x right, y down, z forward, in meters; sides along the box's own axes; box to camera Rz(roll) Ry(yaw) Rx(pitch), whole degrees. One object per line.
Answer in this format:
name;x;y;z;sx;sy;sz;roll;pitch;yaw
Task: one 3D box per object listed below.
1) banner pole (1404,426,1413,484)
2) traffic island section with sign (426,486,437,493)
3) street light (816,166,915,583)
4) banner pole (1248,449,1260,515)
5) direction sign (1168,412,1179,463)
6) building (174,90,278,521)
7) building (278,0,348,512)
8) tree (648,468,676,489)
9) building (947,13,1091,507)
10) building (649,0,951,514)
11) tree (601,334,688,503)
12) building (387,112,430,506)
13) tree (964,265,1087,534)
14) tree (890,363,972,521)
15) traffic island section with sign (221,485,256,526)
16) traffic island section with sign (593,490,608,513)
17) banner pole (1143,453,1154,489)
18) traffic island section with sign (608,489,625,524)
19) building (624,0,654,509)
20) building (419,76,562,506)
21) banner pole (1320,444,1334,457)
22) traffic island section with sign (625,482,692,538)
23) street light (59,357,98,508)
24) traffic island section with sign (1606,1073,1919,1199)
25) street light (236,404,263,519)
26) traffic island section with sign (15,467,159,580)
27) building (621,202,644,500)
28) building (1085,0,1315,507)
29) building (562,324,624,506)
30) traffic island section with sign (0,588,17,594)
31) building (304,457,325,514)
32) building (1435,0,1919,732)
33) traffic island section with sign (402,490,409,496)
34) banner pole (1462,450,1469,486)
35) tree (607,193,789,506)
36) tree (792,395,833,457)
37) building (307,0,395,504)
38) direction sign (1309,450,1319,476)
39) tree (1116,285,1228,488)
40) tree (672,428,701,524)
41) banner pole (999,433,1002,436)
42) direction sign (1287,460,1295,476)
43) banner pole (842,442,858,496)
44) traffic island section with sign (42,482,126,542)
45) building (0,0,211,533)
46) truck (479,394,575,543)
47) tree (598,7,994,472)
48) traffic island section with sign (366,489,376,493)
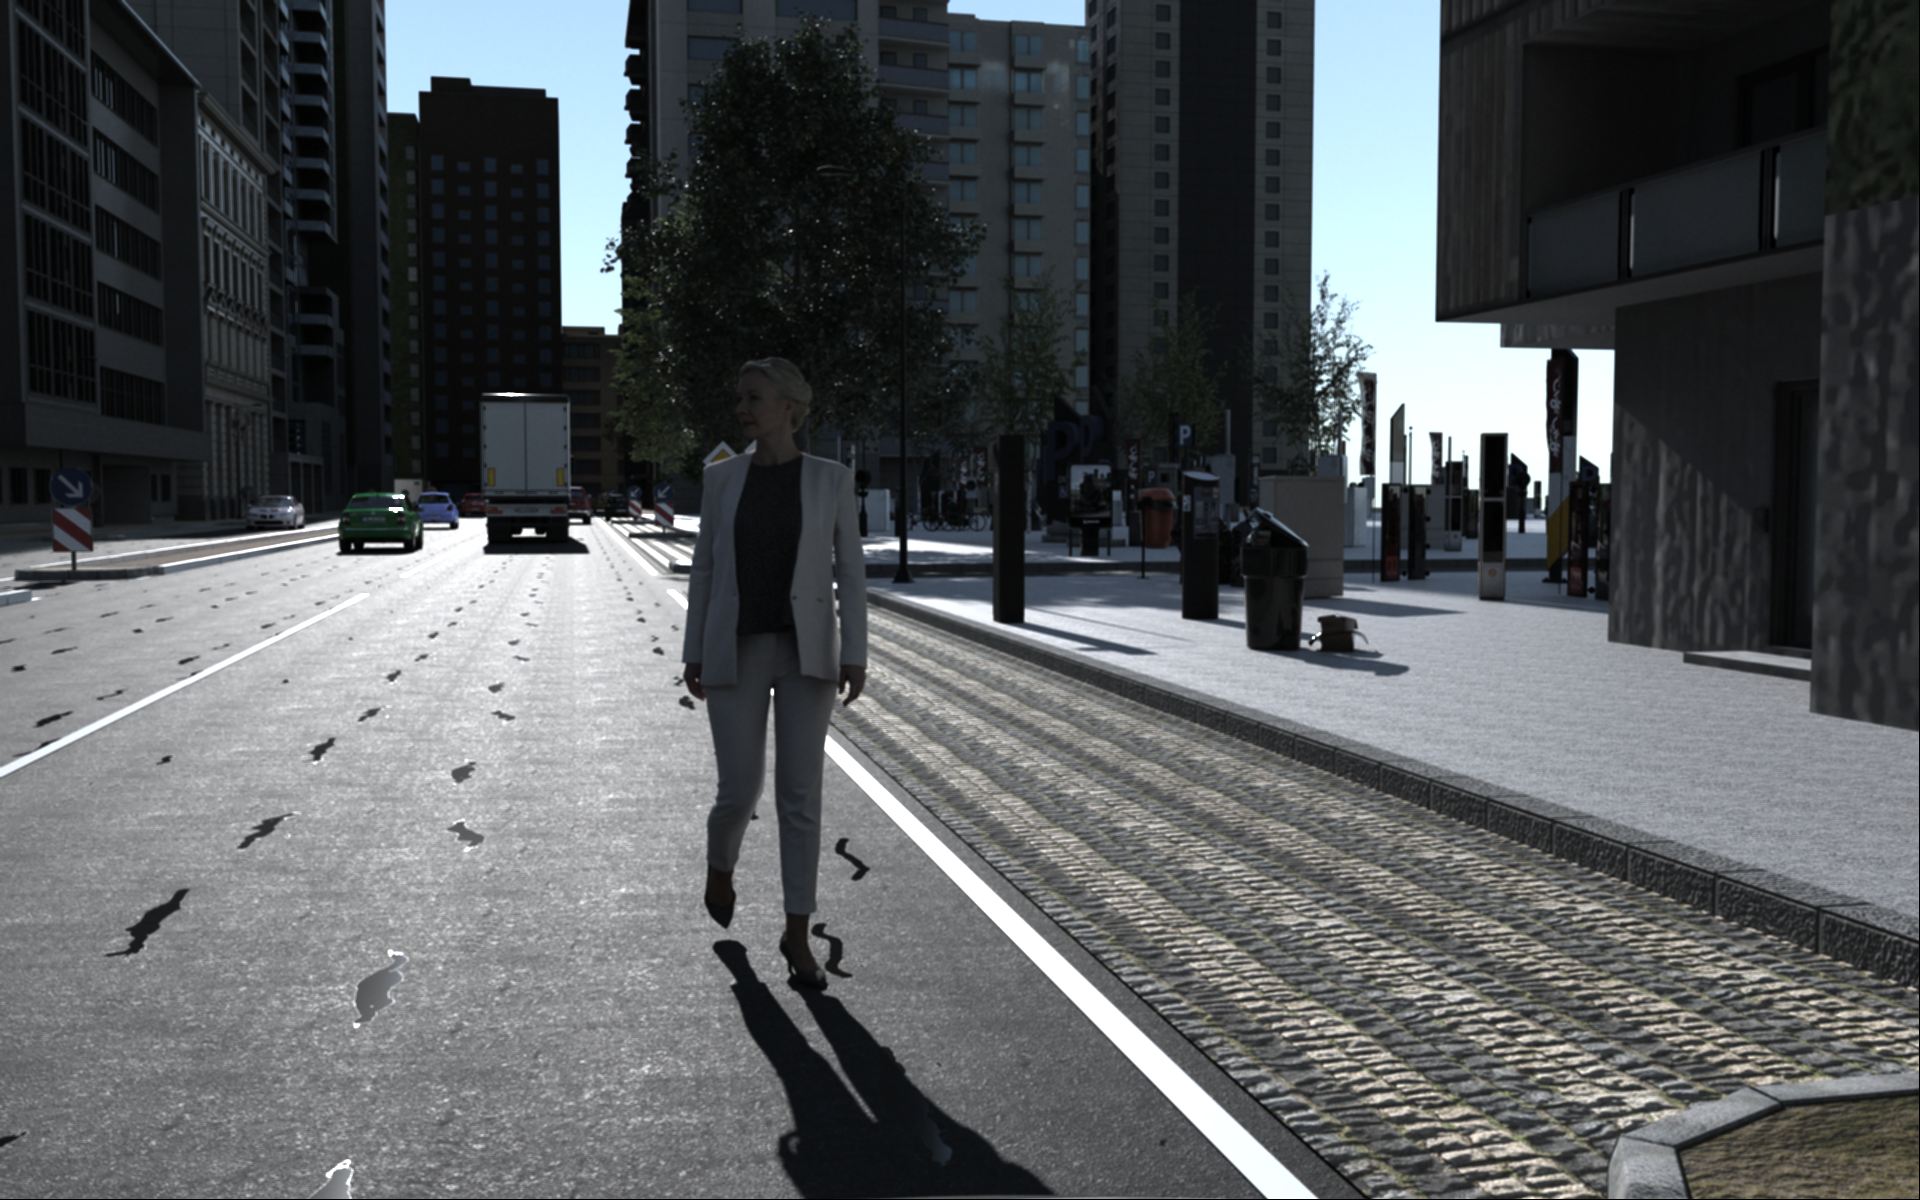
banner pole;16.475;-4.539;64.229;0.863;3.779;0.401;3;5;40
traffic island section with sign;-31.478;-5.805;103.046;2.006;1.907;1.989;-1;4;-13
street light;-1.348;-3.197;24.813;1.470;5.913;1.316;-1;4;-13
banner pole;16.069;-6.423;95.029;0.863;3.779;0.401;0;4;2
direction sign;5.926;-3.432;48.106;0.379;3.537;0.876;-1;4;-9
building;-42.856;-15.987;90.272;11.050;23.489;19.941;-1;4;-13
building;-59.307;-50.128;132.265;22.319;86.520;31.000;-1;4;-13
tree;-18.632;-7.021;109.398;1.663;3.219;1.824;0;3;0
building;-1.921;-34.009;175.655;30.456;49.044;23.786;-1;4;-13
building;-11.756;-35.662;125.080;21.231;58.520;28.212;-1;4;-13
tree;-17.622;-10.250;101.997;7.601;10.594;8.767;-1;4;-15
building;-65.243;-30.843;187.872;14.086;41.232;14.154;-1;4;-13
tree;2.197;-6.476;56.251;4.737;8.622;4.395;0;3;0
tree;-1.821;-7.815;78.136;4.360;8.622;3.978;0;3;0
traffic island section with sign;-32.550;-4.313;79.153;1.989;1.847;2.006;-1;4;-13
traffic island section with sign;-32.524;-9.139;158.052;1.989;1.847;2.006;-1;4;-13
banner pole;11.615;-7.101;106.122;0.863;3.779;0.401;1;4;21
traffic island section with sign;-15.731;-4.552;83.057;1.989;1.847;2.006;-1;4;-13
building;-18.149;-30.507;153.416;22.147;44.769;28.867;-1;4;-13
building;-51.119;-33.047;190.432;14.200;45.320;14.600;-1;4;-13
banner pole;18.425;-5.923;86.857;0.863;3.779;0.401;0;4;5
traffic island section with sign;-9.848;-2.943;56.749;1.989;1.847;2.006;-1;4;-13
street light;-29.901;-5.270;58.708;1.470;5.913;1.316;-1;4;-13
traffic island section with sign;2.226;0.357;2.798;1.989;1.847;2.006;-1;4;-13
street light;-36.558;-7.129;89.099;1.470;5.913;1.316;-1;4;-13
traffic island section with sign;-15.053;-1.320;29.718;2.006;1.907;1.989;-1;4;-13
building;-26.944;-24.645;174.642;14.160;30.474;14.107;-1;4;-13
building;23.428;-45.506;182.278;20.611;71.187;20.563;-1;4;-13
building;-31.759;-21.913;203.313;28.899;21.520;27.650;-1;4;-13
traffic island section with sign;-13.445;-0.878;22.487;2.006;1.907;1.989;-1;4;-13
building;-51.819;-40.964;108.011;20.563;71.187;20.611;-1;4;-13
building;11.470;-20.092;12.093;14.154;41.232;14.086;-1;4;-13
traffic island section with sign;-49.385;-8.912;154.346;1.989;1.847;2.006;-1;4;-13
banner pole;28.819;-6.658;98.880;0.401;3.779;0.863;-1;4;-8
tree;-9.170;-8.977;64.897;7.486;12.596;7.792;0;3;0
tree;-6.946;-7.835;78.472;4.737;8.622;4.395;0;3;0
building;-68.434;-37.899;161.650;28.212;58.520;21.231;-1;4;-13
direction sign;18.232;-5.891;88.319;0.876;3.537;0.379;2;4;29
tree;7.619;-6.821;61.884;4.737;8.622;4.395;0;3;0
tree;-10.639;-5.501;73.653;4.285;4.588;4.351;0;3;0
banner pole;1.635;-4.991;71.621;0.401;3.779;0.863;0;4;-4
direction sign;21.956;-7.512;114.820;0.379;3.537;0.876;3;5;45
banner pole;-5.347;-5.660;82.551;0.863;3.779;0.401;-1;4;-9
traffic island section with sign;-26.663;-2.704;52.846;1.989;1.847;2.006;-1;4;-13
building;-38.984;-15.055;65.215;14.314;24.678;30.058;-1;4;-13
truck;-13.488;-3.996;54.246;2.839;4.237;11.283;-1;4;-13
tree;-3.789;-7.607;41.386;9.611;12.733;9.660;0;3;0
traffic island section with sign;-43.507;-7.303;128.037;1.989;1.847;2.006;-1;4;-13
